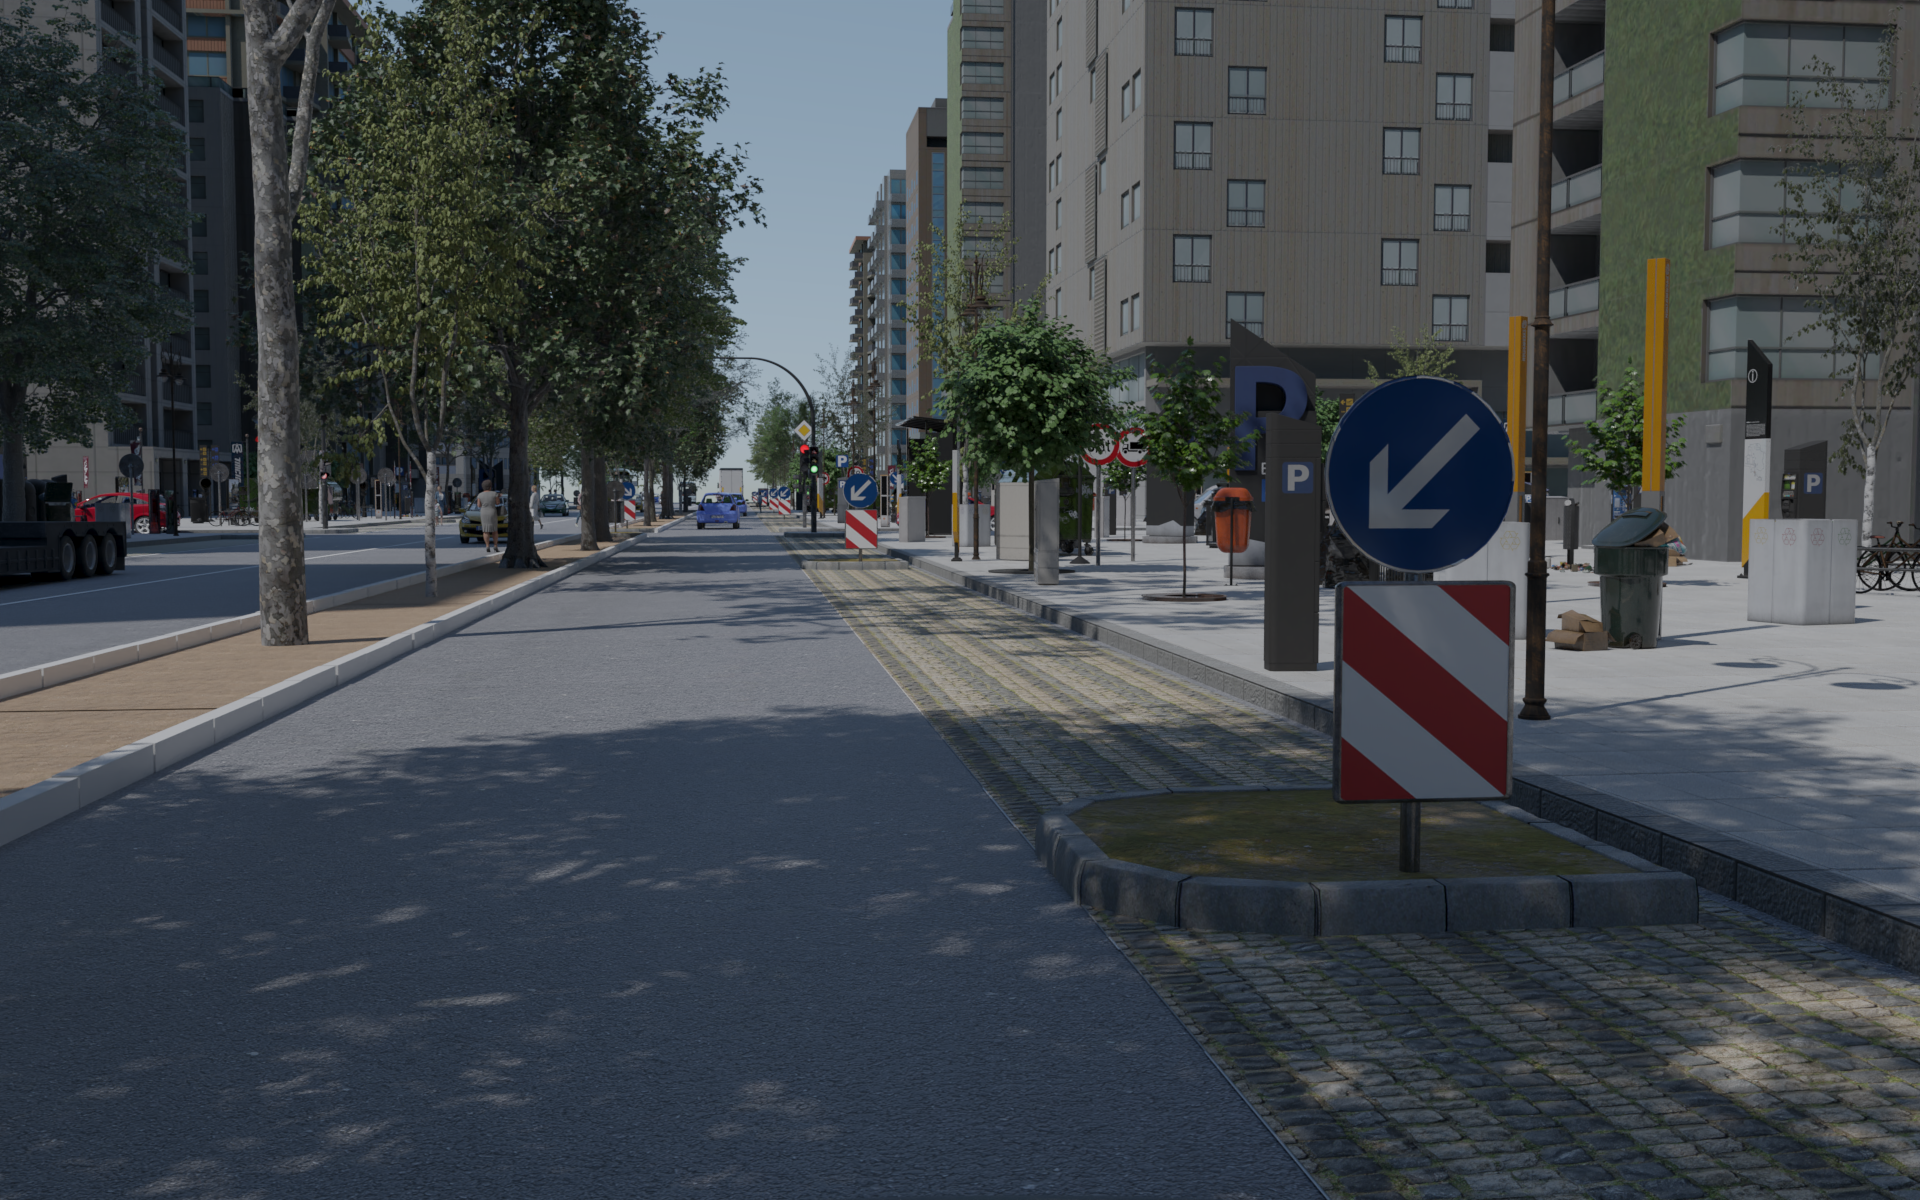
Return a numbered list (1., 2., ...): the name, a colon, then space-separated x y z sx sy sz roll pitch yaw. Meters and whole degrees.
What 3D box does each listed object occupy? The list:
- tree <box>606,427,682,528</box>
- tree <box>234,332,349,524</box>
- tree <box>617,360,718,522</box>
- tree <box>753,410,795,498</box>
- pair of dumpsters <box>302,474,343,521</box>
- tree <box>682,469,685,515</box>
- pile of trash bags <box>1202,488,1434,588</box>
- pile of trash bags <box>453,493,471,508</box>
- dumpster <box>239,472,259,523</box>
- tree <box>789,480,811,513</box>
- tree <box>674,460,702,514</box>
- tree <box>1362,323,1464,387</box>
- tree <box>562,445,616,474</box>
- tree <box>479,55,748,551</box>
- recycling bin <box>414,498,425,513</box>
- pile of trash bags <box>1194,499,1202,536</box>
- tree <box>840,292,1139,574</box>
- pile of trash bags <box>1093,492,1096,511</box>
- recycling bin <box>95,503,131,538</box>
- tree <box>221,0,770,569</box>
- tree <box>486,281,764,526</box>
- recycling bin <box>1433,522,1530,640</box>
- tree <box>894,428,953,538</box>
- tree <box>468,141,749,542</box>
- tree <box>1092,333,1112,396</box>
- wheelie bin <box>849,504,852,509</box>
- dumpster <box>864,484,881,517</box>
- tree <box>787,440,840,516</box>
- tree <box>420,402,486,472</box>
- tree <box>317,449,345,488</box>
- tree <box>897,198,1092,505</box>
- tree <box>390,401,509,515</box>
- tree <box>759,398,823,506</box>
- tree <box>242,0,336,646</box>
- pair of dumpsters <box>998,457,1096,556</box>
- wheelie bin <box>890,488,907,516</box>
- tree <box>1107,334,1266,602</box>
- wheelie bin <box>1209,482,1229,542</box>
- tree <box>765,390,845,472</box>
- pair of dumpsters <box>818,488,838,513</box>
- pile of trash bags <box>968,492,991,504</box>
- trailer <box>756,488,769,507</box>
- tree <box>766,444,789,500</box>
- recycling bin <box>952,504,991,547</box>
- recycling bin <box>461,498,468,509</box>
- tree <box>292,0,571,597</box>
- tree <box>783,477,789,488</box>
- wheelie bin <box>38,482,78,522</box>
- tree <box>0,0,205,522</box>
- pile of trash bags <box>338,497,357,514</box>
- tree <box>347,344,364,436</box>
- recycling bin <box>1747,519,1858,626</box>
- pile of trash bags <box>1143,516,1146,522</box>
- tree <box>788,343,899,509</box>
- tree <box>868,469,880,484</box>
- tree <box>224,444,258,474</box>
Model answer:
1. tree: -13.328 -7.026 67.690 4.737 8.622 4.395 0 3 0
2. tree: -26.393 -7.211 68.259 4.360 8.622 3.978 0 3 0
3. tree: -15.799 -9.780 88.116 9.928 11.665 9.643 0 3 0
4. tree: -25.380 -19.239 232.691 7.486 12.596 7.792 0 3 0
5. pair of dumpsters: -30.962 -4.941 83.275 1.574 2.255 4.437 0 4 -7
6. tree: -18.124 -9.354 105.751 4.737 8.622 4.395 0 3 0
7. pile of trash bags: 5.224 -0.881 24.151 3.447 1.369 1.912 1 4 13
8. pile of trash bags: -38.814 -7.464 131.796 1.912 1.369 3.447 3 5 42
9. dumpster: -31.574 -4.556 76.978 1.502 2.255 1.985 0 4 -7
10. tree: -10.605 -7.705 120.575 1.663 3.219 1.824 0 3 0
11. tree: -20.374 -10.583 125.853 4.360 8.622 3.978 0 3 0
12. tree: 19.382 -7.555 73.890 4.737 8.622 4.395 0 3 0
13. tree: -42.564 -16.108 197.780 8.767 10.594 7.601 -1 4 -17
14. tree: -9.169 -7.472 42.754 7.486 12.596 7.792 0 3 0
15. recycling bin: -36.147 -6.324 115.949 0.722 1.027 0.722 -1 4 -16
16. pile of trash bags: 8.589 -2.751 54.734 1.912 1.369 3.447 1 4 22
17. tree: 1.114 -2.729 28.340 4.285 4.588 4.351 0 3 0
18. pile of trash bags: 5.699 -4.616 85.220 1.912 1.369 3.447 3 4 36
19. recycling bin: -24.419 -2.286 49.937 0.722 1.027 0.722 0 4 -1
20. tree: -8.486 -6.946 33.039 9.611 12.733 9.660 0 3 0
21. tree: -13.916 -10.009 76.479 12.009 13.543 11.850 0 3 0
22. recycling bin: 4.681 -0.185 15.587 0.722 1.027 0.722 0 4 6
23. tree: -0.823 -3.417 50.468 1.663 3.219 1.824 0 3 0
24. tree: -10.735 -8.699 51.338 9.857 13.997 8.962 0 3 0
25. tree: 5.180 -7.920 79.858 4.737 8.622 4.395 0 3 0
26. wheelie bin: -8.062 -7.238 126.249 0.980 1.594 0.693 -1 4 -17
27. dumpster: -5.040 -5.670 95.202 1.502 2.255 1.985 0 4 -7
28. tree: -7.497 -7.289 102.892 4.285 4.588 4.351 0 3 0
29. tree: -33.978 -13.106 124.649 12.009 13.543 11.850 0 3 0
30. tree: -43.950 -8.356 120.330 4.285 4.588 4.351 0 3 0
31. tree: 0.352 -5.746 44.314 4.737 8.622 4.395 0 3 0
32. tree: -30.568 -10.356 103.734 7.601 10.594 8.767 -1 4 -9
33. tree: -17.928 -15.879 185.372 9.928 11.665 9.643 0 3 0
34. tree: -5.081 -9.587 15.093 12.611 20.169 13.585 0 3 0
35. pair of dumpsters: 1.880 -2.153 37.703 1.574 2.255 4.437 0 4 -7
36. wheelie bin: -3.198 -5.096 91.225 0.693 1.594 0.980 3 5 43
37. tree: 2.862 -1.612 20.957 1.663 3.219 1.824 0 3 0
38. wheelie bin: 7.126 -2.359 46.482 0.693 1.594 0.980 -3 4 -36
39. tree: -13.924 -13.454 154.393 7.601 10.594 8.767 1 4 12
40. pair of dumpsters: -8.904 -7.020 117.270 1.574 2.255 4.437 0 4 -7
41. pile of trash bags: 1.203 -5.081 92.821 1.912 1.369 3.447 -3 4 -38
42. trailer: -19.202 -9.899 168.898 1.471 1.999 3.904 -1 4 -8
43. tree: -19.601 -15.004 195.674 4.360 8.622 3.978 0 3 0
44. recycling bin: 0.276 -1.820 42.316 0.722 1.027 0.722 -2 4 -30
45. recycling bin: -35.466 -6.764 123.146 0.722 1.027 0.722 0 4 4
46. tree: -7.398 -4.352 23.978 4.737 8.622 4.395 0 3 0
47. tree: -16.862 -11.059 175.414 1.663 3.219 1.824 0 3 0
48. wheelie bin: -24.035 -2.343 46.213 0.980 1.594 0.693 -1 4 -15
49. tree: -24.264 -8.390 43.838 9.857 13.997 8.962 0 3 0
50. pile of trash bags: -40.758 -6.259 112.094 1.912 1.369 3.447 2 4 26
51. tree: -27.465 -7.579 74.282 4.360 8.622 3.978 0 3 0
52. recycling bin: 8.403 -0.290 17.288 0.722 1.027 0.722 -1 4 -20
53. pile of trash bags: 9.814 -4.250 79.237 1.912 1.369 3.447 -1 4 -21
54. tree: -5.349 -8.188 84.232 4.360 8.622 3.978 0 3 0
55. tree: -5.880 -7.491 117.081 1.663 3.219 1.824 0 3 0
56. tree: -46.896 -7.926 113.311 4.285 4.588 4.351 0 3 0
